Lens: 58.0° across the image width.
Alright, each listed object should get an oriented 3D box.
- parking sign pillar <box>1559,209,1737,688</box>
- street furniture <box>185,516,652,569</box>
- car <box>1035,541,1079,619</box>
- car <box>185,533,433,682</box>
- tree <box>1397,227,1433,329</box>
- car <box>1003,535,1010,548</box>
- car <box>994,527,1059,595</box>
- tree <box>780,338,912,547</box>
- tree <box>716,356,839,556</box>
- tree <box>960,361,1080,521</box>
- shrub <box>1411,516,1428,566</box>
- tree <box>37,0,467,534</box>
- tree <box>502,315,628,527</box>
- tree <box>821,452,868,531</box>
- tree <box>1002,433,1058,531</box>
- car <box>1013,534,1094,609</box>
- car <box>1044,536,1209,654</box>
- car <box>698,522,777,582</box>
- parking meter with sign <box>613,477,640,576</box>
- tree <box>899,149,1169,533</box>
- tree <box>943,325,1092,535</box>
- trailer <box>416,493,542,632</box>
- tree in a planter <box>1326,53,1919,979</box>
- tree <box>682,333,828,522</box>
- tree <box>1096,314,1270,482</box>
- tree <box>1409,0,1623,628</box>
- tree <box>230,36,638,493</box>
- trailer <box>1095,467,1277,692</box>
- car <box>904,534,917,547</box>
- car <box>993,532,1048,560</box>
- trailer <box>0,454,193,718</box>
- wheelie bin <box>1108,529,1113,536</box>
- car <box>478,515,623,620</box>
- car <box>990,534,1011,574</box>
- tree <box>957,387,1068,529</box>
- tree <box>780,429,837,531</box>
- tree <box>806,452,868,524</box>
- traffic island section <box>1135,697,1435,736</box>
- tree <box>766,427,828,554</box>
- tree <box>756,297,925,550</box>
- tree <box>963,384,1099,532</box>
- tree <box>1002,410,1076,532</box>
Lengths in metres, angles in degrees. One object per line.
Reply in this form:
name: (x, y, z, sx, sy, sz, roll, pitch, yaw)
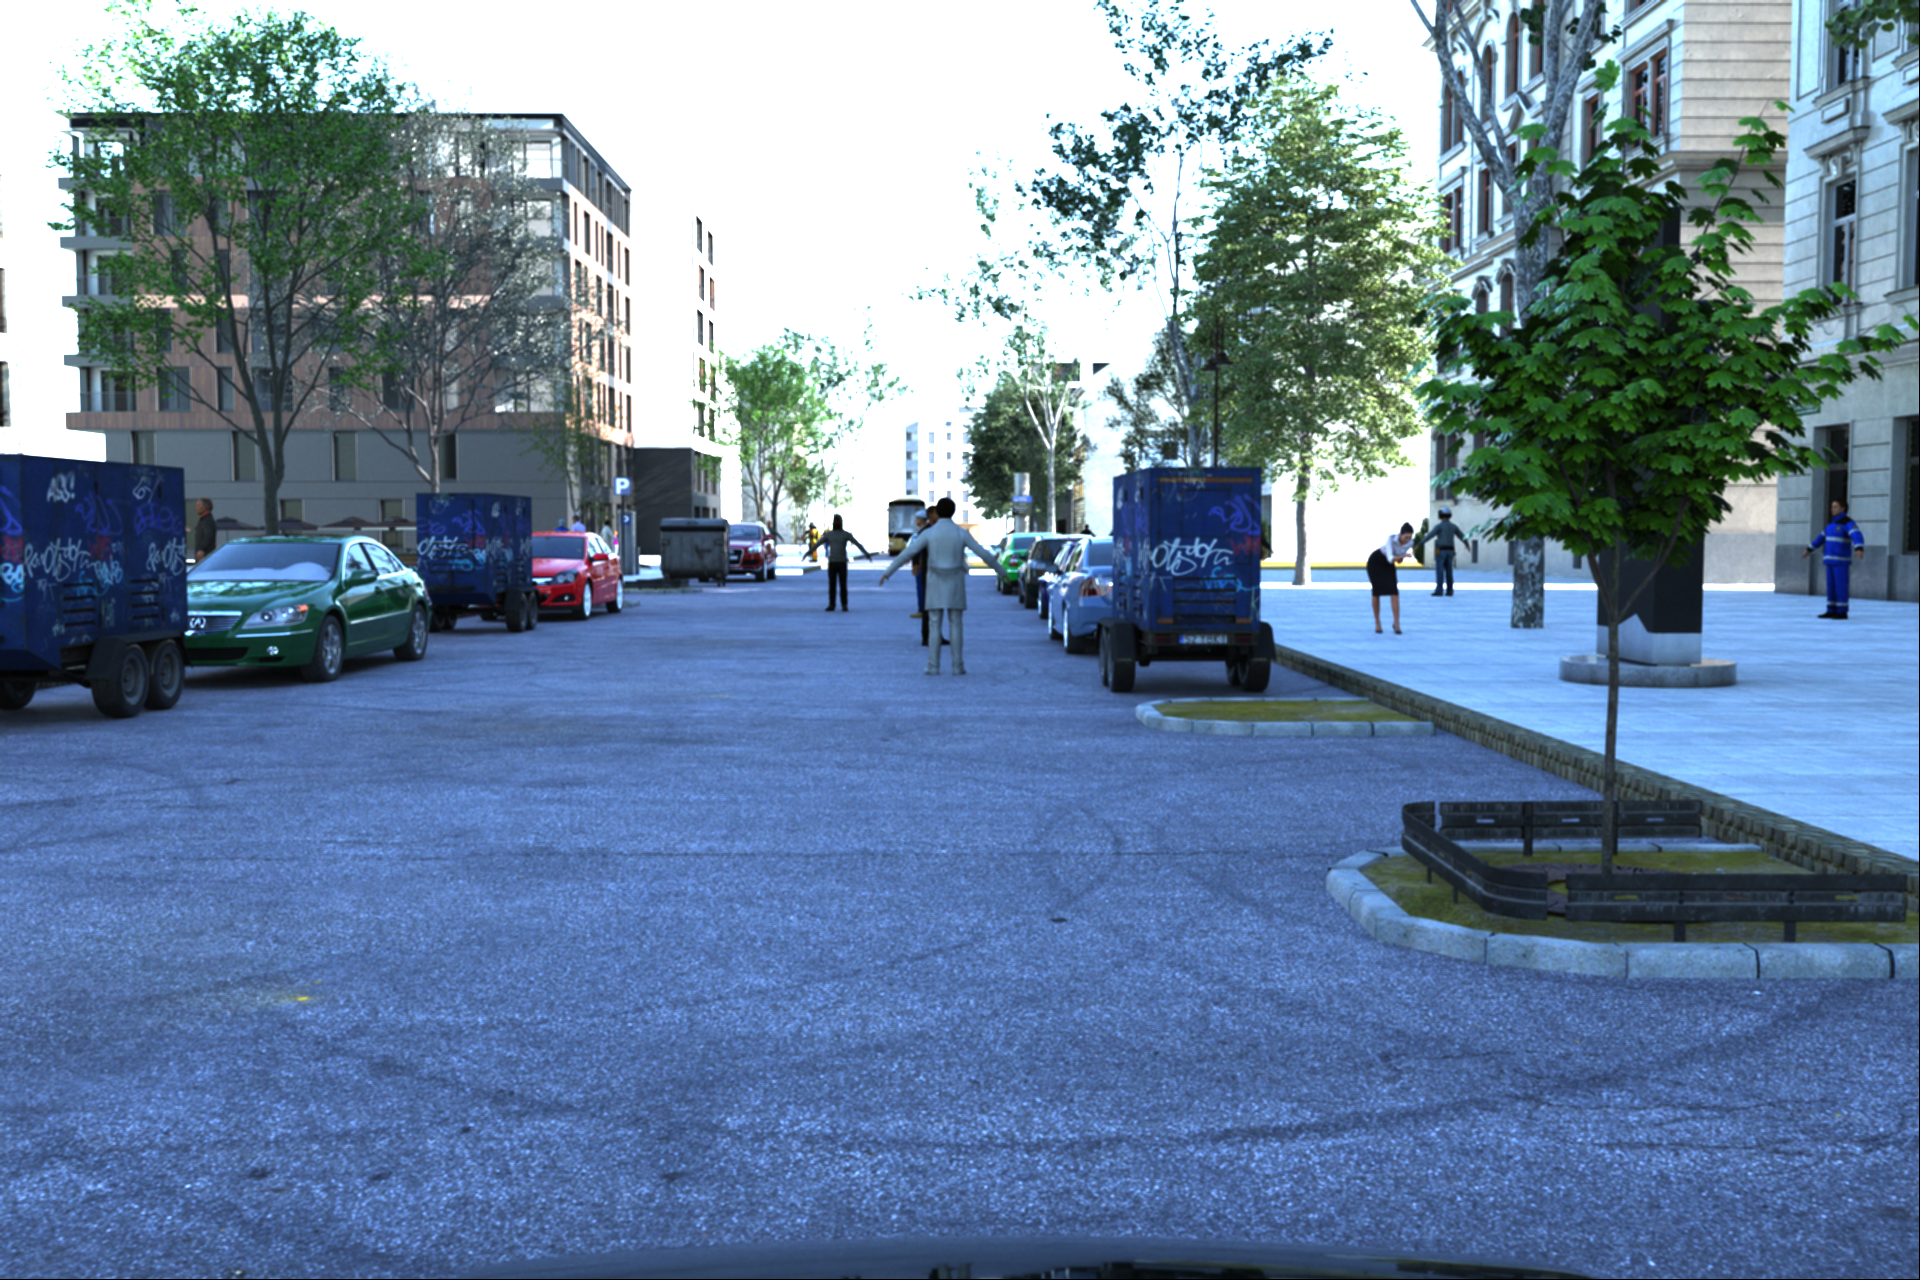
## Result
parking sign pillar: (5.996, -1.623, 15.017, 1.447, 3.967, 1.447, 0, 4, 0)
street furniture: (-23.510, -4.072, 71.603, 27.439, 1.986, 14.083, 1, 4, 9)
car: (2.228, -0.951, 28.130, 1.945, 1.354, 3.894, 0, 4, -2)
car: (-7.004, -0.394, 18.237, 2.131, 1.459, 4.920, 0, 4, -1)
tree: (24.928, -13.723, 80.258, 12.611, 20.169, 13.585, 0, 3, 0)
car: (2.048, -2.593, 52.625, 2.015, 1.641, 3.980, 0, 3, 0)
car: (1.835, -2.051, 42.325, 1.959, 1.807, 4.718, 0, 4, -1)
tree: (-11.922, -19.132, 168.701, 12.611, 20.169, 13.585, 0, 3, 0)
tree: (-10.783, -10.717, 100.983, 9.928, 11.665, 9.643, 0, 3, 0)
tree: (4.642, -13.621, 129.354, 9.857, 13.997, 8.962, 0, 3, 0)
shrub: (18.766, -3.979, 69.099, 1.661, 2.075, 1.752, 0, 3, 0)
tree: (-13.103, -6.542, 32.712, 9.928, 11.665, 9.643, 0, 3, 0)
tree: (-12.768, -6.586, 58.045, 4.360, 8.622, 3.978, 0, 3, 0)
tree: (-11.137, -12.534, 155.297, 4.360, 8.622, 3.978, 0, 3, 0)
tree: (4.443, -10.385, 120.156, 4.360, 8.622, 3.978, 0, 3, 0)
car: (2.077, -1.525, 34.722, 2.009, 1.686, 4.222, 0, 4, 0)
car: (2.103, -0.614, 22.037, 2.014, 1.417, 4.499, 0, 4, -1)
car: (-6.829, -2.735, 53.384, 2.281, 1.827, 5.304, 0, 4, -1)
parking meter with sign: (-10.351, -3.532, 54.016, 0.543, 3.016, 1.738, 0, 3, 0)
tree: (3.179, -14.146, 87.180, 12.611, 20.169, 13.585, 0, 3, 0)
tree: (5.152, -18.422, 157.084, 12.611, 20.169, 13.585, 0, 3, 0)
trailer: (-7.073, -1.087, 24.814, 1.471, 1.999, 3.904, 0, 4, 0)
tree in a planter: (2.462, -0.566, 6.482, 1.991, 3.239, 1.994, 0, 4, 0)
tree: (-10.446, -10.036, 89.837, 9.928, 11.665, 9.643, 0, 3, 0)
tree: (9.738, -8.514, 73.613, 7.601, 10.594, 8.767, 2, 4, 26)
tree: (6.936, -10.303, 24.348, 12.611, 20.169, 13.585, 0, 3, 0)
tree: (-13.553, -8.171, 43.974, 12.009, 13.543, 11.850, 0, 3, 0)
trailer: (2.035, -0.592, 16.723, 1.471, 1.999, 3.904, 0, 4, -2)
car: (-2.160, -5.341, 99.120, 2.131, 1.459, 4.920, 0, 4, -2)
car: (1.992, -2.326, 47.066, 2.155, 1.783, 4.494, 0, 4, -1)
trailer: (-7.148, -0.368, 13.064, 1.471, 1.999, 3.904, 0, 4, -1)
wheelie bin: (5.213, -3.056, 57.882, 0.693, 1.594, 0.980, 0, 3, 0)
car: (-7.079, -1.289, 30.123, 2.155, 1.783, 4.494, 0, 3, 0)
car: (2.095, -3.179, 61.770, 2.009, 1.686, 4.222, 0, 4, -1)
tree: (4.472, -14.413, 142.304, 9.857, 13.997, 8.962, 0, 3, 0)
tree: (-10.077, -10.160, 116.474, 4.360, 8.622, 3.978, 0, 3, 0)
tree: (-18.911, -21.230, 257.483, 12.009, 13.543, 11.850, 0, 3, 0)
traffic island section: (2.375, 0.586, 13.280, 1.991, 0.108, 1.994, 0, 4, 0)
tree: (-10.045, -9.712, 109.157, 4.360, 8.622, 3.978, 0, 3, 0)
tree: (-9.506, -17.235, 137.679, 12.611, 20.169, 13.585, 0, 3, 0)
tree: (4.377, -10.659, 108.685, 8.767, 10.594, 7.601, 0, 4, -1)
tree: (4.202, -9.238, 101.400, 4.360, 8.622, 3.978, 0, 3, 0)
